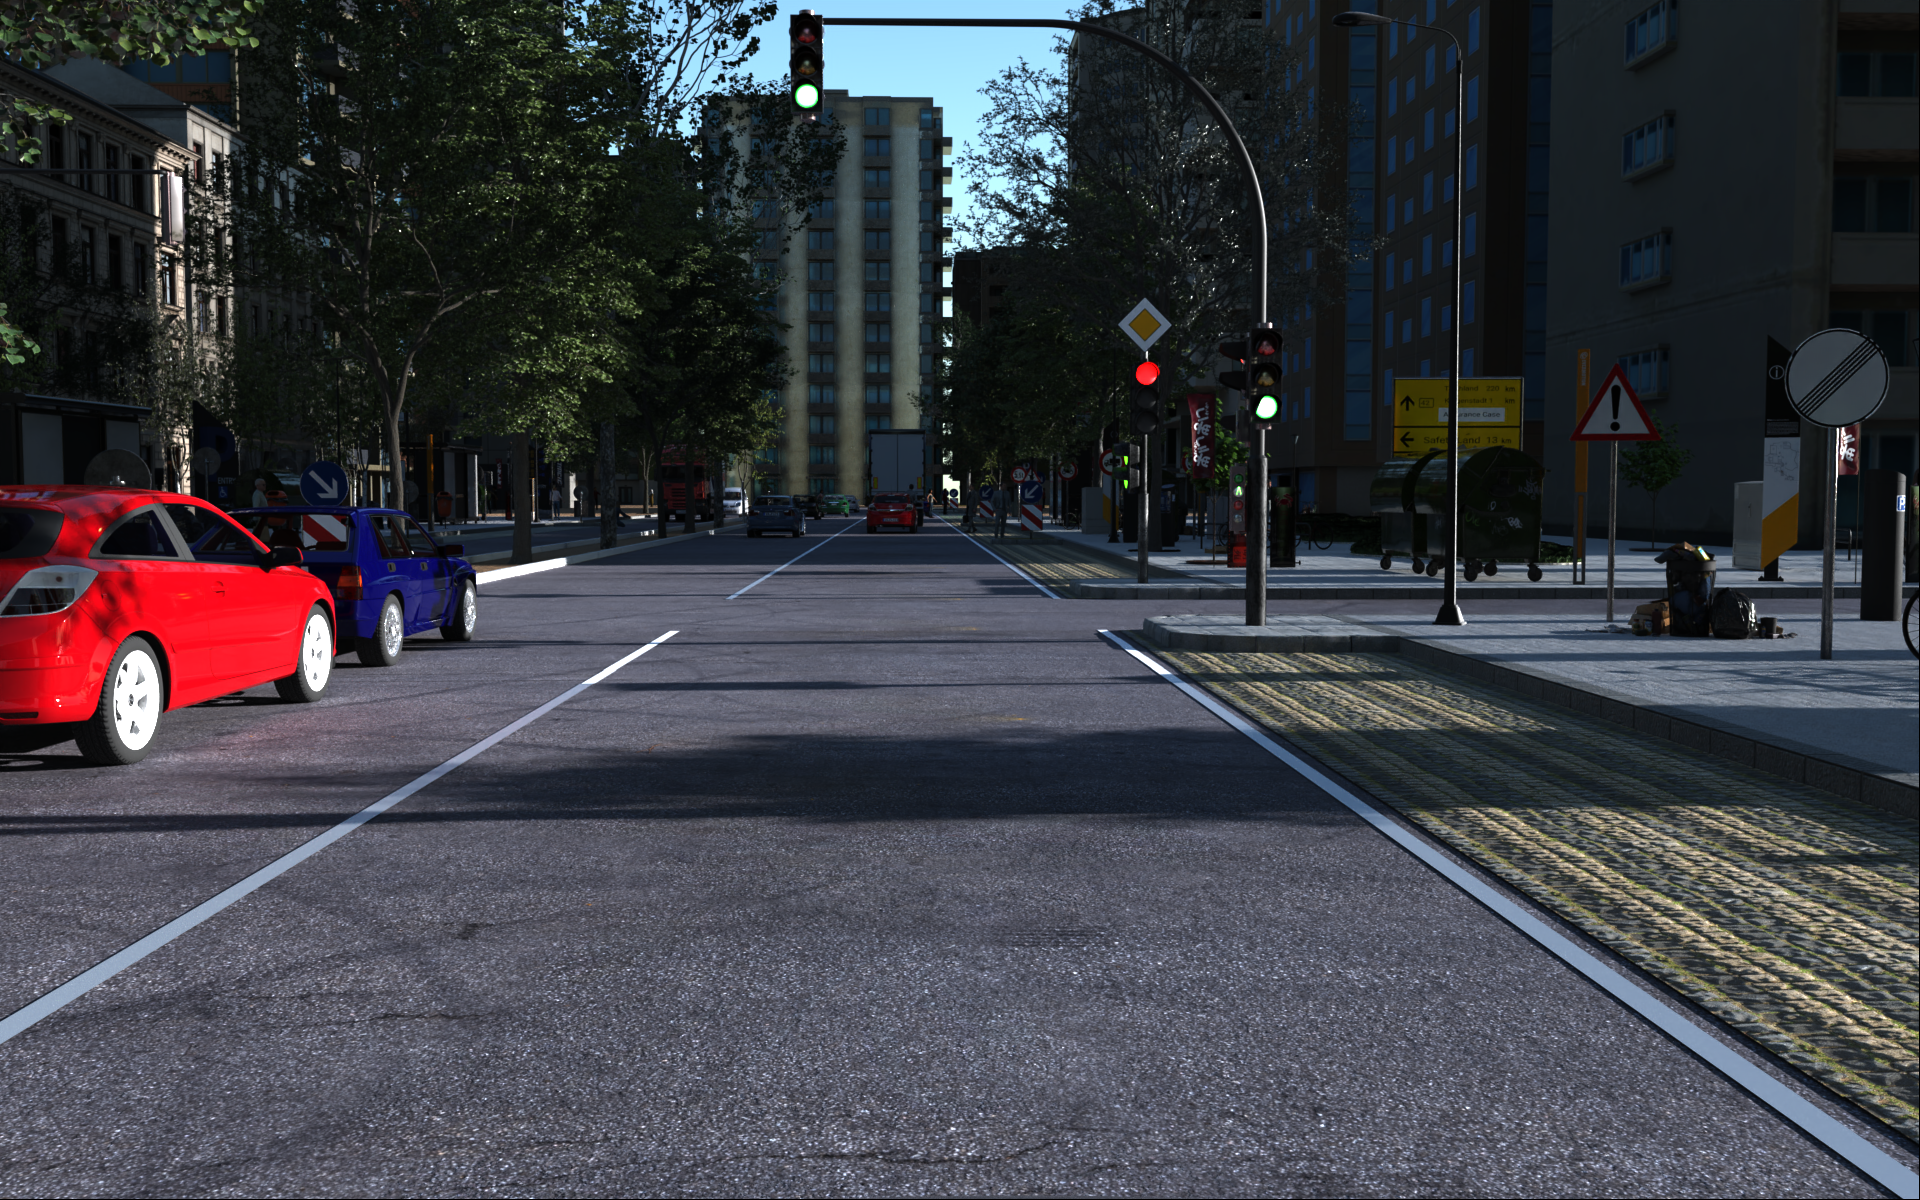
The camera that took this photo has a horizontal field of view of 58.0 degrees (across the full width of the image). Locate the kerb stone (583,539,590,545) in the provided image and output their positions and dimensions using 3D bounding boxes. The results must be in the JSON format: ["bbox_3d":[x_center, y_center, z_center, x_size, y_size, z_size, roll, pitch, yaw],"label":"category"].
[{"bbox_3d":[-10.502,-1.587,48.149,0.120,0.150,1.000,0,4,-2],"label":"kerb stone"}]

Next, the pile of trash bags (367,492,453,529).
[{"bbox_3d":[-20.275,-3.271,63.229,3.447,1.369,1.912,-1,4,-13],"label":"pile of trash bags"}]

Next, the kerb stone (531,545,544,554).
[{"bbox_3d":[-10.313,-1.212,42.009,0.120,0.150,1.000,0,4,-2],"label":"kerb stone"}]

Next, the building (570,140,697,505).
[{"bbox_3d":[-38.372,-31.755,202.791,14.086,41.232,14.154,0,4,-2],"label":"building"}]

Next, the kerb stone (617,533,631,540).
[{"bbox_3d":[-10.739,-2.026,55.315,0.120,0.150,1.000,0,4,-2],"label":"kerb stone"}]

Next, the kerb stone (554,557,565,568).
[{"bbox_3d":[-7.945,-0.715,33.880,0.120,0.150,1.000,0,4,-2],"label":"kerb stone"}]

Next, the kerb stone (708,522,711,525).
[{"bbox_3d":[-11.446,-3.405,77.866,0.120,0.150,1.000,0,4,-2],"label":"kerb stone"}]

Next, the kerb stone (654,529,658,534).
[{"bbox_3d":[-10.931,-2.402,61.465,0.120,0.150,1.000,0,4,-2],"label":"kerb stone"}]

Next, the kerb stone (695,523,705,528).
[{"bbox_3d":[-11.389,-3.280,75.815,0.120,0.150,1.000,0,4,-2],"label":"kerb stone"}]

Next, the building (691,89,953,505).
[{"bbox_3d":[-16.256,-35.974,207.779,30.456,49.044,23.786,0,4,-2],"label":"building"}]

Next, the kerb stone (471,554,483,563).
[{"bbox_3d":[-10.111,-0.835,35.846,0.120,0.150,1.000,0,4,-2],"label":"kerb stone"}]

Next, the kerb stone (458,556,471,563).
[{"bbox_3d":[-10.078,-0.772,34.824,0.120,0.150,1.000,0,4,-2],"label":"kerb stone"}]

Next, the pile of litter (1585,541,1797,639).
[{"bbox_3d":[6.683,-0.116,15.865,1.176,0.858,1.719,-3,5,-44],"label":"pile of litter"}]

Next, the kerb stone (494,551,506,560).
[{"bbox_3d":[-10.177,-0.960,37.898,0.120,0.150,1.000,0,4,-2],"label":"kerb stone"}]

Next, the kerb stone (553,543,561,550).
[{"bbox_3d":[-10.368,-1.337,44.058,0.120,0.150,1.000,0,4,-2],"label":"kerb stone"}]

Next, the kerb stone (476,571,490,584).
[{"bbox_3d":[-7.749,-0.338,27.726,0.120,0.150,1.000,0,4,-2],"label":"kerb stone"}]

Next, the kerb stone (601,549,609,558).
[{"bbox_3d":[-8.108,-1.026,39.004,0.120,0.150,1.000,0,4,-2],"label":"kerb stone"}]

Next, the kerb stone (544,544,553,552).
[{"bbox_3d":[-10.338,-1.275,43.035,0.120,0.150,1.000,0,4,-2],"label":"kerb stone"}]

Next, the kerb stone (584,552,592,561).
[{"bbox_3d":[-8.048,-0.897,36.955,0.120,0.150,1.000,0,4,-2],"label":"kerb stone"}]

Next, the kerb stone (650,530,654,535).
[{"bbox_3d":[-10.889,-2.339,60.439,0.120,0.150,1.000,0,4,-2],"label":"kerb stone"}]

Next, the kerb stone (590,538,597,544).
[{"bbox_3d":[-10.534,-1.641,49.173,0.120,0.150,1.000,0,4,-2],"label":"kerb stone"}]

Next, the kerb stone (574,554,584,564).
[{"bbox_3d":[-8.010,-0.840,35.933,0.120,0.150,1.000,0,4,-2],"label":"kerb stone"}]

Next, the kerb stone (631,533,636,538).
[{"bbox_3d":[-10.765,-2.088,56.339,0.120,0.150,1.000,0,4,-2],"label":"kerb stone"}]

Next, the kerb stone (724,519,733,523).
[{"bbox_3d":[-11.769,-4.031,88.110,0.120,0.150,1.000,0,4,-2],"label":"kerb stone"}]

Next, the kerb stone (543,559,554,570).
[{"bbox_3d":[-7.908,-0.652,32.850,0.120,0.150,1.000,0,4,-2],"label":"kerb stone"}]

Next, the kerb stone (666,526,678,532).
[{"bbox_3d":[-11.084,-2.715,66.593,0.120,0.150,1.000,0,4,-2],"label":"kerb stone"}]

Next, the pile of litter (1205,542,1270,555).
[{"bbox_3d":[5.949,-1.422,37.209,1.176,0.858,1.719,-1,4,-15],"label":"pile of litter"}]

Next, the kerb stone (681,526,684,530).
[{"bbox_3d":[-11.155,-2.841,68.643,0.120,0.150,1.000,0,4,-2],"label":"kerb stone"}]

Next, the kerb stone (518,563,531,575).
[{"bbox_3d":[-7.845,-0.526,30.804,0.120,0.150,1.000,0,4,-2],"label":"kerb stone"}]

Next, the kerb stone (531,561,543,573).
[{"bbox_3d":[-7.885,-0.589,31.825,0.120,0.150,1.000,0,4,-2],"label":"kerb stone"}]

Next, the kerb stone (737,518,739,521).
[{"bbox_3d":[-11.861,-4.219,91.184,0.120,0.150,1.000,0,4,-2],"label":"kerb stone"}]

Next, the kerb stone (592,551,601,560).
[{"bbox_3d":[-8.081,-0.965,37.977,0.120,0.150,1.000,0,4,-2],"label":"kerb stone"}]

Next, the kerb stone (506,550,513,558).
[{"bbox_3d":[-10.212,-1.019,38.930,0.120,0.150,1.000,0,4,-2],"label":"kerb stone"}]

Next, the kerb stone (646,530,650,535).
[{"bbox_3d":[-10.860,-2.275,59.418,0.120,0.150,1.000,0,4,-2],"label":"kerb stone"}]

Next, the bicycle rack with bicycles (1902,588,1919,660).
[{"bbox_3d":[8.493,0.091,11.892,2.852,0.926,2.925,-1,4,-11],"label":"bicycle rack with bicycles"}]

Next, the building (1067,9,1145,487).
[{"bbox_3d":[27.737,-40.747,208.218,28.212,58.520,21.231,0,4,-2],"label":"building"}]

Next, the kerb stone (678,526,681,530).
[{"bbox_3d":[-11.124,-2.775,67.614,0.120,0.150,1.000,0,4,-2],"label":"kerb stone"}]

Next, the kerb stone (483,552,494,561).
[{"bbox_3d":[-10.148,-0.898,36.876,0.120,0.150,1.000,0,4,-2],"label":"kerb stone"}]

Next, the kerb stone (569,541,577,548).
[{"bbox_3d":[-10.432,-1.462,46.101,0.120,0.150,1.000,0,4,-2],"label":"kerb stone"}]

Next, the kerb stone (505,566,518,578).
[{"bbox_3d":[-7.819,-0.464,29.775,0.120,0.150,1.000,0,4,-2],"label":"kerb stone"}]

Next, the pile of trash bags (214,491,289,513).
[{"bbox_3d":[-19.405,-2.202,45.751,3.447,1.369,1.912,0,4,4],"label":"pile of trash bags"}]

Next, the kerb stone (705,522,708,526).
[{"bbox_3d":[-11.413,-3.342,76.838,0.120,0.150,1.000,0,4,-2],"label":"kerb stone"}]

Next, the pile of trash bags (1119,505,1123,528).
[{"bbox_3d":[6.975,-3.399,65.323,3.447,1.369,1.912,-3,5,-40],"label":"pile of trash bags"}]

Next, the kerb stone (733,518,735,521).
[{"bbox_3d":[-11.801,-4.094,89.132,0.120,0.150,1.000,0,4,-2],"label":"kerb stone"}]

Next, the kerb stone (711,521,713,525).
[{"bbox_3d":[-11.476,-3.462,78.889,0.120,0.150,1.000,0,4,-2],"label":"kerb stone"}]

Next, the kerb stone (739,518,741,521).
[{"bbox_3d":[-11.895,-4.280,92.217,0.120,0.150,1.000,0,4,-2],"label":"kerb stone"}]

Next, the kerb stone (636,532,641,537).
[{"bbox_3d":[-10.791,-2.149,57.366,0.120,0.150,1.000,0,4,-2],"label":"kerb stone"}]

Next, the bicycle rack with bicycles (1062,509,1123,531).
[{"bbox_3d":[5.067,-2.944,61.521,2.925,0.926,2.852,0,4,-6],"label":"bicycle rack with bicycles"}]

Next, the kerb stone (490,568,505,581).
[{"bbox_3d":[-7.781,-0.398,28.753,0.120,0.150,1.000,0,4,-2],"label":"kerb stone"}]

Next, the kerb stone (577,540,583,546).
[{"bbox_3d":[-10.470,-1.524,47.128,0.120,0.150,1.000,0,4,-2],"label":"kerb stone"}]

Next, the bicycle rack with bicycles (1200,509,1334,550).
[{"bbox_3d":[6.891,-1.653,40.404,2.852,0.926,2.925,-2,4,-29],"label":"bicycle rack with bicycles"}]

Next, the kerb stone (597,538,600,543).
[{"bbox_3d":[-10.560,-1.709,50.204,0.120,0.150,1.000,0,4,-2],"label":"kerb stone"}]

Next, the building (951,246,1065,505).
[{"bbox_3d":[6.149,-26.490,204.817,14.107,30.474,14.160,0,4,-2],"label":"building"}]

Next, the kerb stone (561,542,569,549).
[{"bbox_3d":[-10.409,-1.398,45.079,0.120,0.150,1.000,0,4,-2],"label":"kerb stone"}]

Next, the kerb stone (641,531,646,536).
[{"bbox_3d":[-10.824,-2.207,58.389,0.120,0.150,1.000,0,4,-2],"label":"kerb stone"}]

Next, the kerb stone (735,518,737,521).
[{"bbox_3d":[-11.835,-4.157,90.155,0.120,0.150,1.000,0,4,-2],"label":"kerb stone"}]

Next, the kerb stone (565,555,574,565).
[{"bbox_3d":[-7.980,-0.778,34.908,0.120,0.150,1.000,0,4,-2],"label":"kerb stone"}]
